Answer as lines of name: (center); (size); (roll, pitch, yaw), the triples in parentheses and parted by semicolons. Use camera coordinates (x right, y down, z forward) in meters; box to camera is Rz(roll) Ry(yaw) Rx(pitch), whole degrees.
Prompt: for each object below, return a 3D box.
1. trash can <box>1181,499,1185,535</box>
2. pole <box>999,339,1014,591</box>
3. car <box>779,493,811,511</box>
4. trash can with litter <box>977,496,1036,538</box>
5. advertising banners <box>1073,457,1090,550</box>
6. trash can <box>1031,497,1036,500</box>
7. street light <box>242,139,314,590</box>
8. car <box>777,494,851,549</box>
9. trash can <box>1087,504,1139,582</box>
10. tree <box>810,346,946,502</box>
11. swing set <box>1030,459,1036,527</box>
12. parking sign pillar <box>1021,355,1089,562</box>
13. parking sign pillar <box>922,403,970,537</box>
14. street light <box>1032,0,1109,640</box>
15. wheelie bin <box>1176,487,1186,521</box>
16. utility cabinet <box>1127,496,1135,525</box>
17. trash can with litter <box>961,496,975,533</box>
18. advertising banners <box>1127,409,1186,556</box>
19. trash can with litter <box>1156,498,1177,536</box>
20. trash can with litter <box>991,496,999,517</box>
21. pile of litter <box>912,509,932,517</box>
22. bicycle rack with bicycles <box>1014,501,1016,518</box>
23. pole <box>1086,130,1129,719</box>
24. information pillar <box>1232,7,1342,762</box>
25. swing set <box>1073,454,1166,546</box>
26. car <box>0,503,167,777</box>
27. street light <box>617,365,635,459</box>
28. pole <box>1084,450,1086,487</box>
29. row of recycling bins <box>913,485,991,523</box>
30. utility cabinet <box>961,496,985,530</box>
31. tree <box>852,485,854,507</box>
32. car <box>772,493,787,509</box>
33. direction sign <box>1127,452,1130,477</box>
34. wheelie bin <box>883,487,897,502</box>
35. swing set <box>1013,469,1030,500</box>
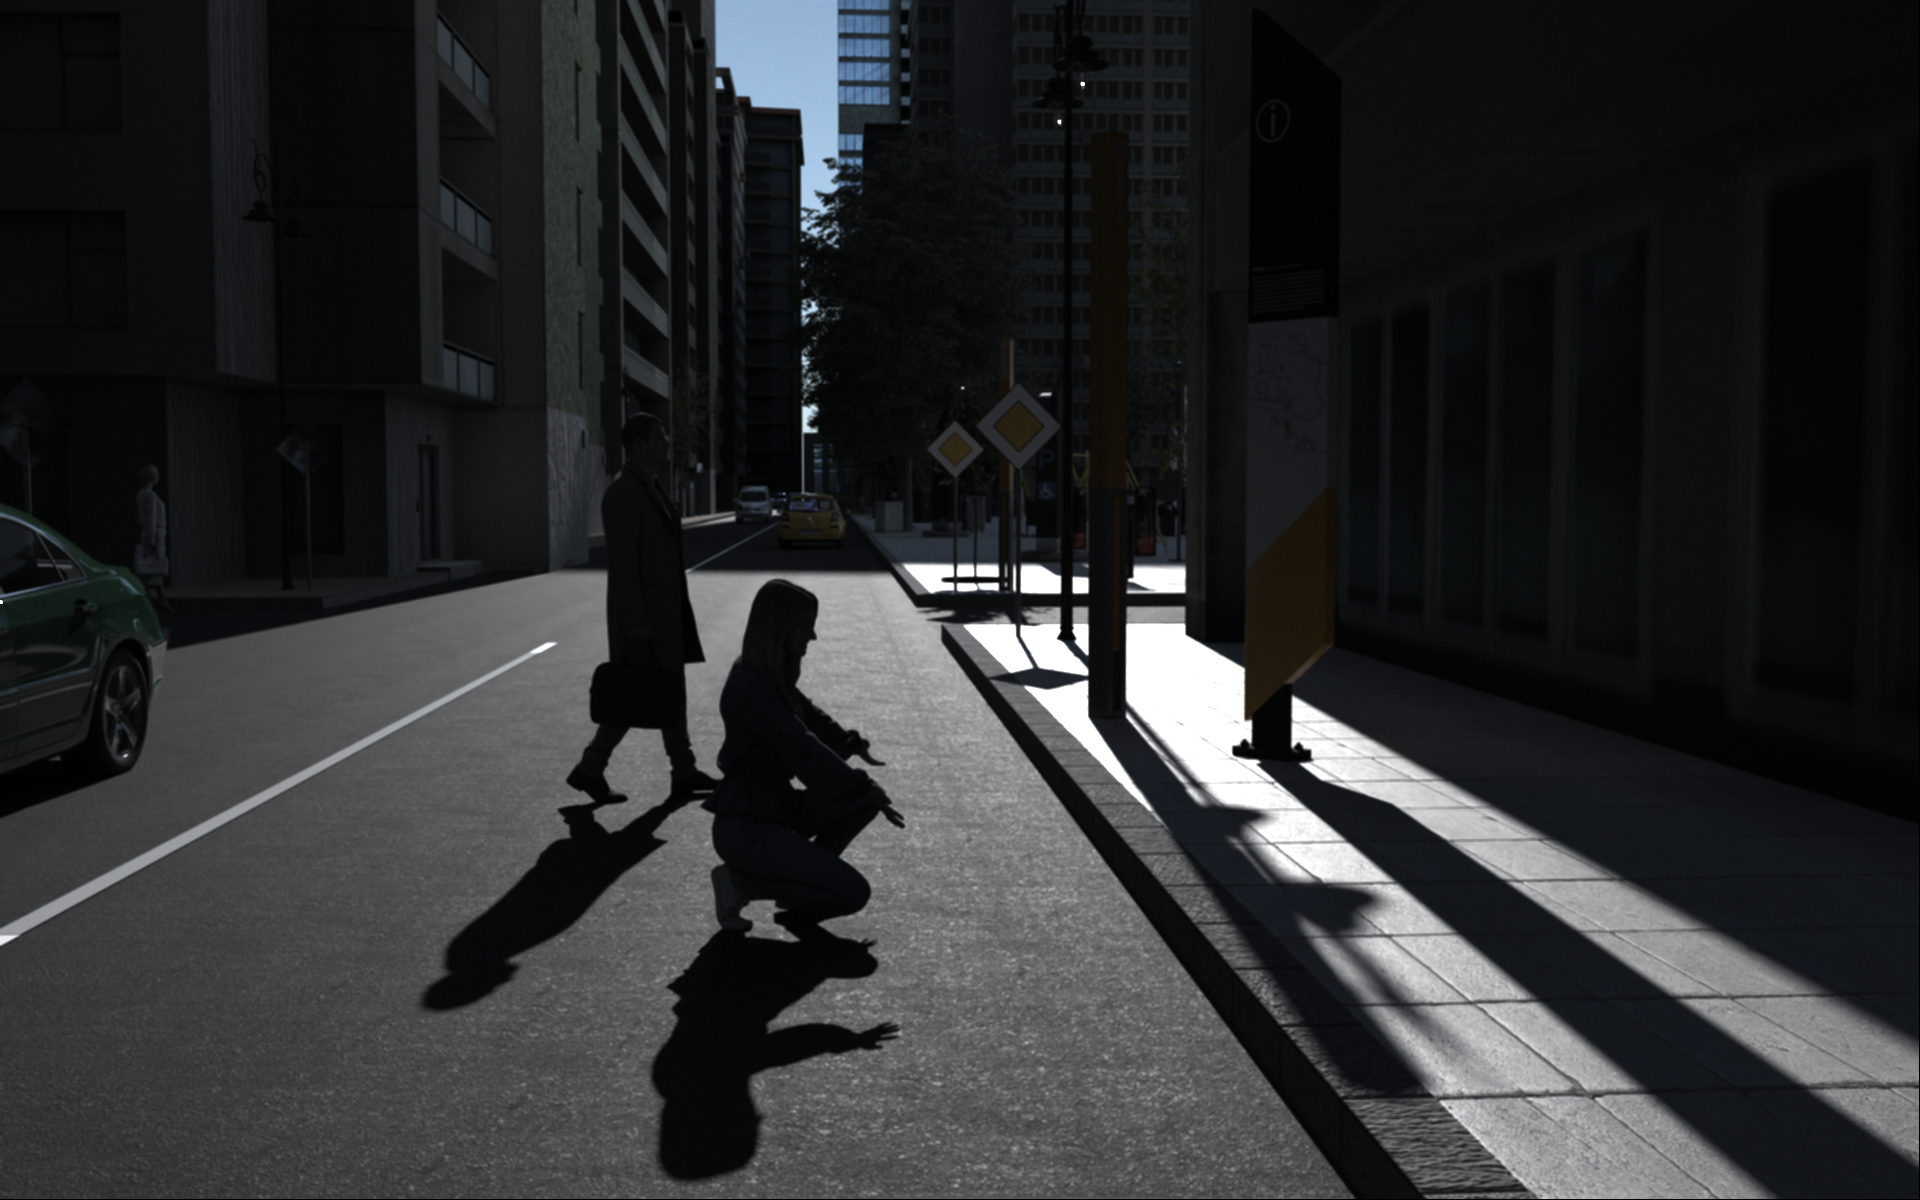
trash can: (7.204, -2.630, 54.648); (0.748, 1.137, 0.748); (0, 3, 0)
pole: (0.615, -1.783, 22.996); (0.158, 3.312, 0.155); (0, 3, 0)
car: (-7.652, -4.470, 82.668); (1.945, 1.707, 3.694); (0, 4, -6)
trash can with litter: (1.947, -2.487, 51.723); (2.233, 1.210, 1.678); (3, 4, 38)
advertising banners: (2.723, -2.683, 40.055); (2.074, 3.025, 0.090); (-3, 5, -40)
trash can: (4.131, -5.256, 97.589); (0.748, 1.137, 0.748); (0, 3, 0)
street light: (-9.032, -3.076, 23.085); (0.468, 5.910, 1.993); (0, 4, -4)
car: (-3.951, -2.222, 46.549); (2.015, 1.641, 3.980); (0, 4, -3)
trash can: (2.227, -0.829, 25.206); (0.748, 1.137, 0.748); (0, 3, 0)
tree: (-4.485, -10.106, 99.649); (8.767, 10.594, 7.601); (-2, 4, -24)
swing set: (4.898, -4.342, 68.608); (2.862, 2.851, 3.119); (2, 4, 31)
parking sign pillar: (1.810, -2.727, 33.064); (1.447, 3.967, 1.447); (1, 4, 17)
parking sign pillar: (-0.414, -3.870, 51.749); (1.447, 3.967, 1.447); (-1, 4, -23)
street light: (0.940, -2.587, 15.090); (0.468, 5.910, 1.993); (0, 4, -4)
wheelie bin: (10.172, -4.271, 77.734); (0.980, 1.594, 0.693); (1, 4, 9)
utility cabinet: (4.352, -2.149, 46.296); (1.020, 1.237, 0.306); (-2, 4, -24)
trash can with litter: (0.331, -2.852, 57.690); (1.678, 1.210, 2.233); (1, 4, 8)
advertising banners: (3.795, -2.416, 35.684); (2.074, 3.025, 0.090); (-1, 4, -20)
trash can with litter: (6.052, -2.511, 52.435); (1.055, 1.170, 0.624); (3, 4, 36)
trash can with litter: (1.916, -5.281, 97.738); (0.624, 1.170, 1.055); (3, 4, 38)
pile of litter: (-1.845, -5.166, 98.429); (1.719, 0.858, 1.176); (3, 4, 36)
bicycle rack with bicycles: (3.381, -4.834, 92.415); (2.852, 0.926, 2.925); (2, 4, 30)
pole: (0.846, -0.980, 9.872); (0.158, 3.312, 0.155); (0, 3, 0)
information pillar: (1.578, -1.036, 8.297); (0.183, 3.616, 0.504); (-3, 5, -42)
swing set: (3.714, -2.821, 43.751); (2.862, 2.851, 3.119); (0, 4, 3)
car: (-5.084, 0.265, 7.459); (2.131, 1.459, 4.920); (0, 4, -4)
street light: (-11.974, -5.471, 62.245); (0.468, 5.910, 1.993); (0, 4, -4)
pole: (5.815, -5.260, 79.844); (0.158, 3.312, 0.155); (0, 3, 0)
row of recycling bins: (-0.355, -4.288, 77.214); (3.534, 1.692, 1.069); (0, 4, 2)
utility cabinet: (0.392, -3.118, 62.144); (1.020, 1.237, 0.306); (0, 4, 7)
tree: (-10.378, -11.095, 176.003); (1.663, 3.219, 1.824); (0, 3, 0)
car: (-16.820, -9.296, 161.581); (1.945, 1.707, 3.694); (0, 4, -4)
direction sign: (9.022, -6.232, 93.892); (0.379, 3.537, 0.876); (-1, 4, -19)
wheelie bin: (-3.153, -4.451, 80.678); (0.980, 1.594, 0.693); (3, 5, 43)
swing set: (3.633, -4.916, 77.999); (3.119, 2.851, 2.862); (3, 4, 37)
